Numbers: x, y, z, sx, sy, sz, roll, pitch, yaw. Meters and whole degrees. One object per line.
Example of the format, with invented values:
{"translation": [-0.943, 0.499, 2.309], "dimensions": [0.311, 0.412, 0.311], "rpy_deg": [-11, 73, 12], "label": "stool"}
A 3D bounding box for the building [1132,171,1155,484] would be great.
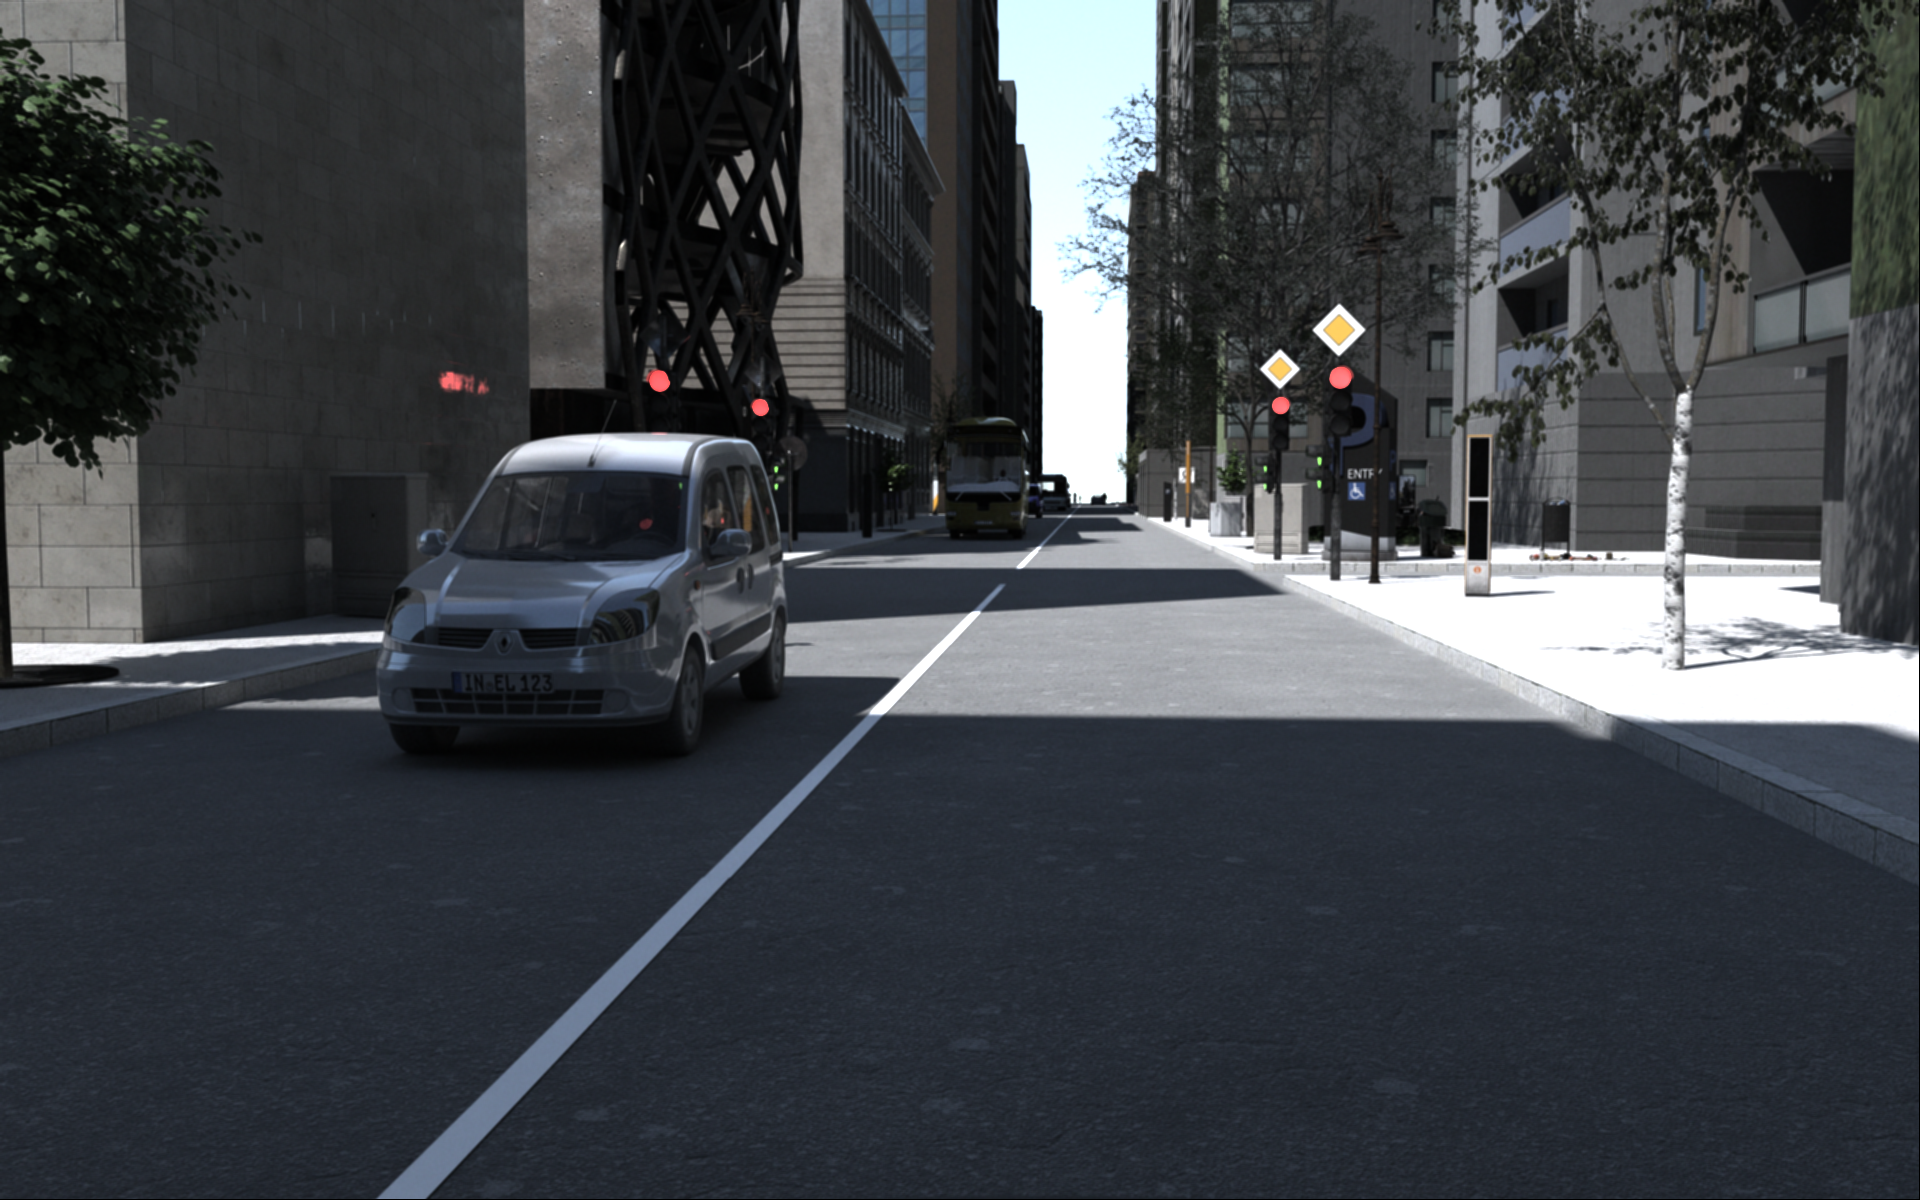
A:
{"translation": [34.184, -35.179, 229.802], "dimensions": [22.147, 44.769, 28.867], "rpy_deg": [0, 4, 4], "label": "building"}

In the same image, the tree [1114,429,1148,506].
{"translation": [19.274, -14.877, 193.605], "dimensions": [4.737, 8.622, 4.395], "rpy_deg": [0, 3, 0], "label": "tree"}

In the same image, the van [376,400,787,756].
{"translation": [-2.185, -0.234, 10.838], "dimensions": [2.013, 2.044, 4.112], "rpy_deg": [0, 4, 4], "label": "van"}

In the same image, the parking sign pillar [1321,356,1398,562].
{"translation": [7.720, -2.745, 33.357], "dimensions": [1.447, 3.967, 1.447], "rpy_deg": [2, 4, 35], "label": "parking sign pillar"}

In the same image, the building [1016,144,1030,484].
{"translation": [-1.778, -37.018, 228.937], "dimensions": [21.300, 48.544, 21.600], "rpy_deg": [0, 4, 4], "label": "building"}

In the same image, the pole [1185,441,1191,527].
{"translation": [8.765, -4.442, 66.467], "dimensions": [0.158, 3.312, 0.155], "rpy_deg": [0, 3, 0], "label": "pole"}

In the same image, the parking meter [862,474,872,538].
{"translation": [-2.746, -2.775, 51.087], "dimensions": [0.255, 1.863, 0.399], "rpy_deg": [-1, 4, -11], "label": "parking meter"}

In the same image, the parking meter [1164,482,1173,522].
{"translation": [9.612, -4.543, 79.994], "dimensions": [0.399, 1.863, 0.255], "rpy_deg": [0, 4, 8], "label": "parking meter"}

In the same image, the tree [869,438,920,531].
{"translation": [-2.363, -3.979, 59.651], "dimensions": [1.663, 3.219, 1.824], "rpy_deg": [0, 3, 0], "label": "tree"}

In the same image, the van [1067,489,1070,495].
{"translation": [12.231, -12.473, 208.321], "dimensions": [2.240, 2.365, 5.245], "rpy_deg": [0, 4, 6], "label": "van"}

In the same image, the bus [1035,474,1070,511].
{"translation": [8.079, -9.659, 152.788], "dimensions": [2.948, 3.499, 13.247], "rpy_deg": [0, 4, 2], "label": "bus"}

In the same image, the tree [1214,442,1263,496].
{"translation": [10.144, -4.263, 64.298], "dimensions": [1.663, 3.219, 1.824], "rpy_deg": [0, 3, 0], "label": "tree"}

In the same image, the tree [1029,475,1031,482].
{"translation": [5.700, -11.891, 178.135], "dimensions": [4.285, 4.588, 4.351], "rpy_deg": [0, 3, 0], "label": "tree"}

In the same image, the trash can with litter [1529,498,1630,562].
{"translation": [11.998, -1.380, 33.623], "dimensions": [2.233, 1.210, 1.678], "rpy_deg": [0, 4, -1], "label": "trash can with litter"}

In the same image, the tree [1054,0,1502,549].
{"translation": [7.316, -7.924, 39.921], "dimensions": [12.009, 13.543, 11.850], "rpy_deg": [0, 3, 0], "label": "tree"}

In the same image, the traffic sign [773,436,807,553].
{"translation": [-3.721, -2.313, 37.930], "dimensions": [0.768, 2.556, 0.104], "rpy_deg": [1, 4, 10], "label": "traffic sign"}

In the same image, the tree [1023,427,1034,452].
{"translation": [5.956, -14.424, 186.198], "dimensions": [4.737, 8.622, 4.395], "rpy_deg": [0, 3, 0], "label": "tree"}

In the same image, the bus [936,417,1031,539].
{"translation": [1.019, -4.121, 58.928], "dimensions": [2.896, 3.916, 12.252], "rpy_deg": [0, 4, 3], "label": "bus"}

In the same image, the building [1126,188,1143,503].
{"translation": [35.507, -38.626, 255.232], "dimensions": [21.300, 48.544, 21.600], "rpy_deg": [0, 4, 4], "label": "building"}

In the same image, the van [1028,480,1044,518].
{"translation": [3.970, -6.113, 104.335], "dimensions": [2.240, 2.365, 5.245], "rpy_deg": [0, 4, 5], "label": "van"}

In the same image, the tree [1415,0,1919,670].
{"translation": [5.278, -3.810, 12.648], "dimensions": [4.360, 8.622, 3.978], "rpy_deg": [0, 3, 0], "label": "tree"}

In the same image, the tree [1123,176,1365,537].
{"translation": [8.356, -7.154, 51.381], "dimensions": [7.601, 10.594, 8.767], "rpy_deg": [-1, 4, -14], "label": "tree"}

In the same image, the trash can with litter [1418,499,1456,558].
{"translation": [9.753, -1.457, 35.203], "dimensions": [0.624, 1.170, 1.055], "rpy_deg": [-1, 4, -12], "label": "trash can with litter"}

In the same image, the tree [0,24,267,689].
{"translation": [-6.555, -1.725, 11.918], "dimensions": [4.285, 4.588, 4.351], "rpy_deg": [0, 3, 0], "label": "tree"}

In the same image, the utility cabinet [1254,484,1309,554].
{"translation": [6.858, -1.732, 37.004], "dimensions": [1.173, 1.500, 0.318], "rpy_deg": [3, 5, 42], "label": "utility cabinet"}

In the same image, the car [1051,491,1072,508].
{"translation": [10.605, -10.586, 181.759], "dimensions": [2.281, 1.827, 5.304], "rpy_deg": [0, 4, 5], "label": "car"}

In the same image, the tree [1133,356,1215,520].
{"translation": [10.684, -8.274, 85.641], "dimensions": [4.360, 8.622, 3.978], "rpy_deg": [0, 3, 0], "label": "tree"}

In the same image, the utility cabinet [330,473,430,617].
{"translation": [-6.032, -0.569, 17.983], "dimensions": [1.173, 1.500, 0.318], "rpy_deg": [2, 4, 32], "label": "utility cabinet"}

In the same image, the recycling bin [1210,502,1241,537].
{"translation": [7.971, -2.413, 52.009], "dimensions": [0.722, 1.027, 0.722], "rpy_deg": [-1, 4, -17], "label": "recycling bin"}

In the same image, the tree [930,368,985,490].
{"translation": [-0.649, -9.153, 100.021], "dimensions": [4.737, 8.622, 4.395], "rpy_deg": [0, 3, 0], "label": "tree"}

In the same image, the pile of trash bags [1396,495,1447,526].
{"translation": [16.739, -3.169, 61.561], "dimensions": [1.912, 1.369, 3.447], "rpy_deg": [-3, 5, -40], "label": "pile of trash bags"}

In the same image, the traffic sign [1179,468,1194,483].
{"translation": [8.772, -3.970, 67.035], "dimensions": [0.606, 2.300, 0.079], "rpy_deg": [1, 4, 8], "label": "traffic sign"}

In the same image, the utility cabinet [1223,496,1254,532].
{"translation": [9.550, -2.945, 59.319], "dimensions": [1.020, 1.237, 0.306], "rpy_deg": [2, 4, 26], "label": "utility cabinet"}

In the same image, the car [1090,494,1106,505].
{"translation": [17.532, -12.732, 220.168], "dimensions": [2.014, 1.417, 4.499], "rpy_deg": [0, 4, 6], "label": "car"}

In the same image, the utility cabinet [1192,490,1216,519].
{"translation": [12.255, -4.790, 86.998], "dimensions": [1.173, 1.500, 0.318], "rpy_deg": [0, 4, -3], "label": "utility cabinet"}
